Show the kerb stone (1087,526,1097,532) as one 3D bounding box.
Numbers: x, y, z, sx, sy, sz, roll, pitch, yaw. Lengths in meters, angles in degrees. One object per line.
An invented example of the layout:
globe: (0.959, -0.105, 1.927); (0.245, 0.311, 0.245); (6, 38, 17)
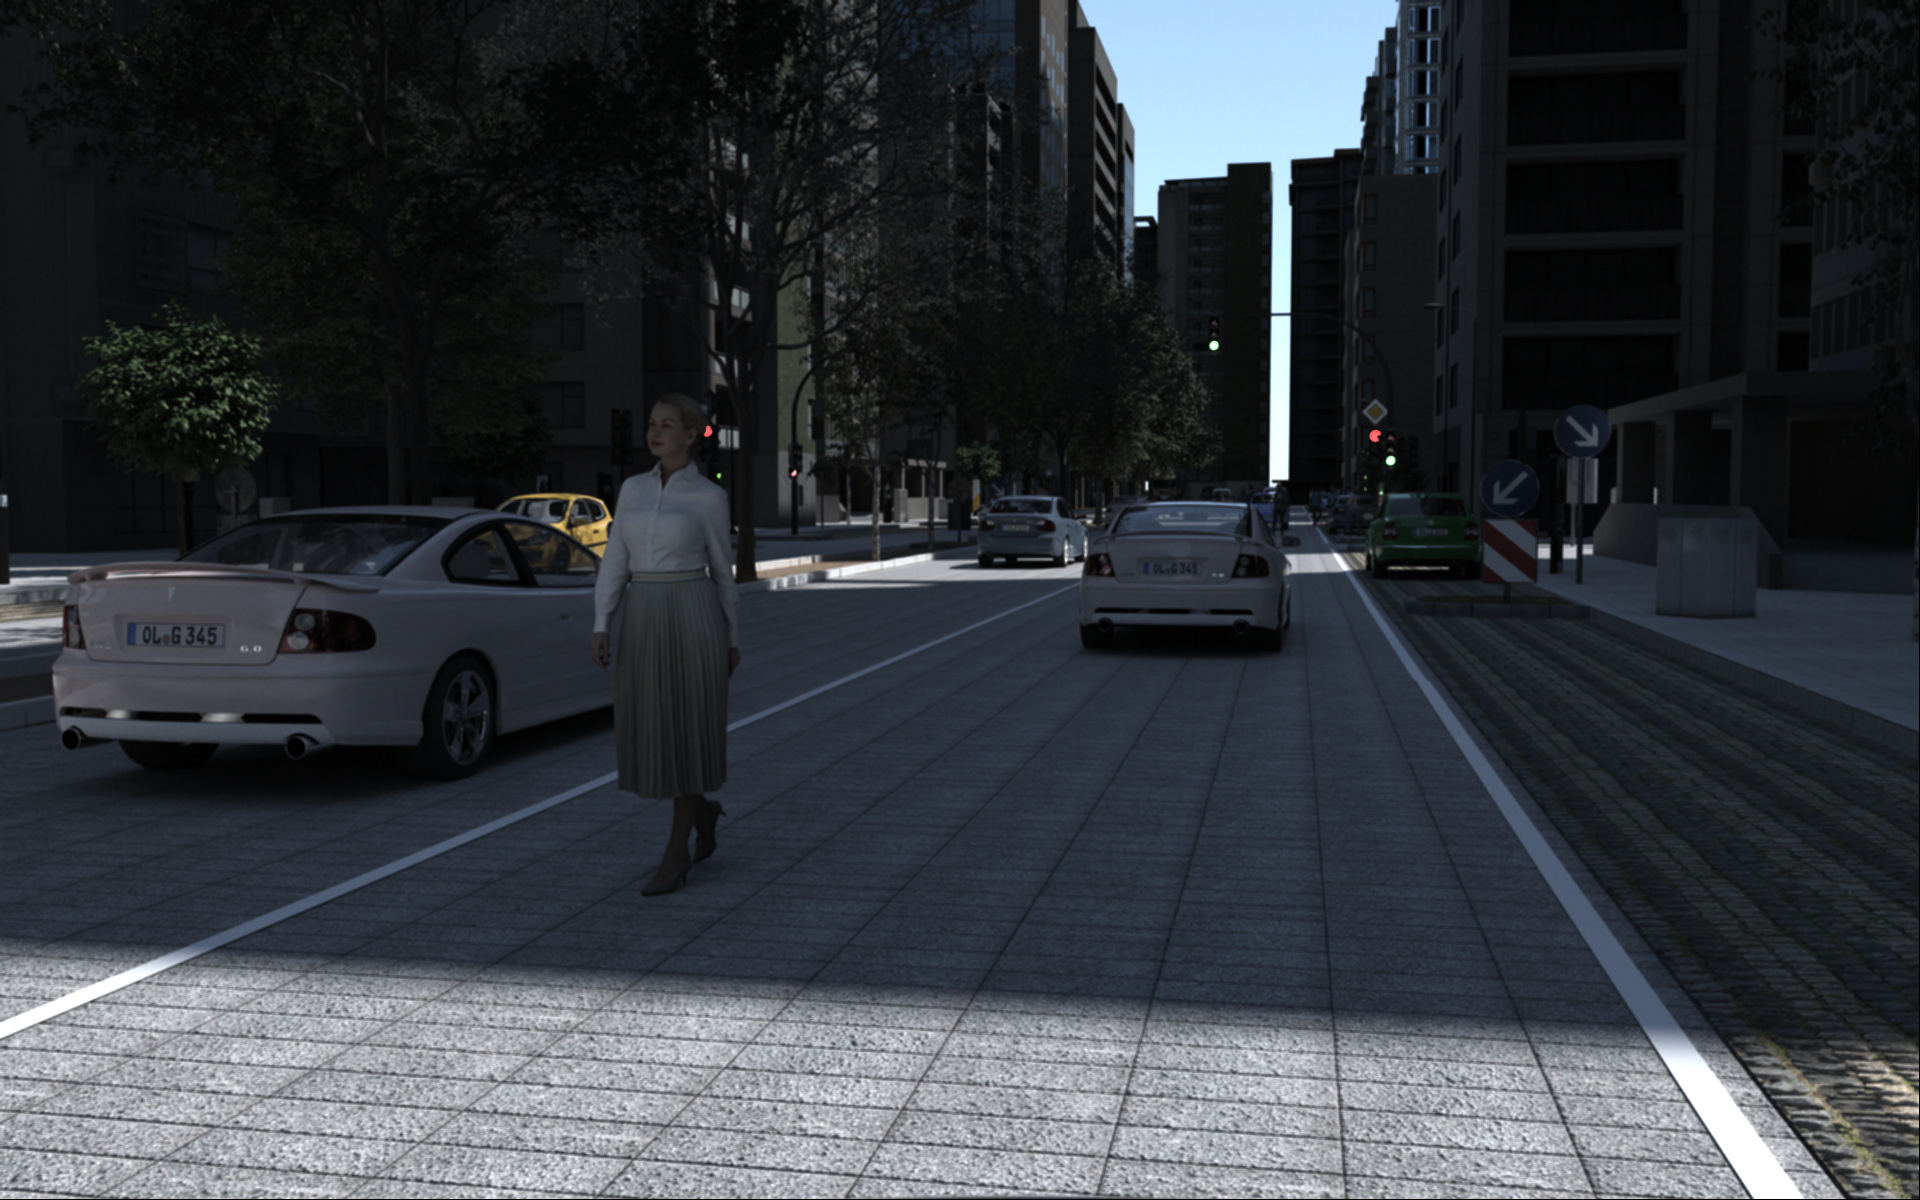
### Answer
kerb stone: (5.075, -2.745, 67.073); (0.120, 0.150, 1.000); (1, 4, 11)

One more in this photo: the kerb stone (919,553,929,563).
kerb stone: (-0.858, -0.865, 36.335); (0.120, 0.150, 1.000); (1, 4, 11)

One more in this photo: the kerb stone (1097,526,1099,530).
kerb stone: (5.261, -2.802, 68.078); (0.120, 0.150, 1.000); (1, 4, 11)

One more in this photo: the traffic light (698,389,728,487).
traffic light: (-6.682, -3.517, 46.418); (0.839, 4.253, 0.868); (1, 4, 11)

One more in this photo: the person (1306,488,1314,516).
person: (22.946, -6.392, 113.234); (0.478, 1.798, 0.641); (-3, 5, -40)

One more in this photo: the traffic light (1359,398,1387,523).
traffic light: (12.176, -3.793, 50.943); (0.839, 4.253, 0.868); (1, 4, 11)

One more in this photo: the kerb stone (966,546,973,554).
kerb stone: (0.108, -1.172, 41.355); (0.120, 0.150, 1.000); (1, 4, 11)

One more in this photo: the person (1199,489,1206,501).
person: (20.010, -8.171, 142.113); (0.705, 1.823, 1.348); (-2, 4, -32)

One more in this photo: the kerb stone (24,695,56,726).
kerb stone: (-5.711, 0.674, 11.173); (0.120, 0.150, 1.000); (1, 4, 11)

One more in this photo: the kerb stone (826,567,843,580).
kerb stone: (-2.217, -0.430, 29.296); (0.120, 0.150, 1.000); (1, 4, 11)

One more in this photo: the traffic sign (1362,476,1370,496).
traffic sign: (22.320, -5.773, 94.497); (0.768, 2.556, 0.104); (1, 4, 19)

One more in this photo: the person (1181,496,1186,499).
person: (25.728, -11.770, 200.881); (1.348, 1.831, 0.705); (-3, 4, -37)

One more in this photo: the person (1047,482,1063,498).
person: (3.281, -3.186, 60.397); (0.655, 1.846, 0.447); (2, 4, 31)

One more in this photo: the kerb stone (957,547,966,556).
kerb stone: (-0.082, -1.110, 40.351); (0.120, 0.150, 1.000); (1, 4, 11)

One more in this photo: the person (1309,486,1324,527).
person: (15.560, -4.088, 75.677); (0.444, 1.785, 0.601); (-3, 5, -39)

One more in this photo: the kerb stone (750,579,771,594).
kerb stone: (-2.994, -0.188, 25.273); (0.120, 0.150, 1.000); (1, 4, 11)

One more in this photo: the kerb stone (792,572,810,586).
kerb stone: (-2.599, -0.311, 27.281); (0.120, 0.150, 1.000); (1, 4, 11)

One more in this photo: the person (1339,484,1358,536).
person: (12.328, -2.796, 54.894); (0.598, 1.740, 0.731); (1, 4, 10)

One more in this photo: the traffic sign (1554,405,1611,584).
traffic sign: (8.884, -1.509, 24.774); (0.768, 2.556, 0.104); (1, 4, 19)

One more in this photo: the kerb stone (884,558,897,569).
kerb stone: (-1.434, -0.669, 33.318); (0.120, 0.150, 1.000); (1, 4, 11)

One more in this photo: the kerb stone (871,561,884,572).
kerb stone: (-1.637, -0.619, 32.316); (0.120, 0.150, 1.000); (1, 4, 11)

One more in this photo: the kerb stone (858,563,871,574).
kerb stone: (-1.829, -0.558, 31.312); (0.120, 0.150, 1.000); (1, 4, 11)

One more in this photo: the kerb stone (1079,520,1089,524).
kerb stone: (5.925, -3.693, 82.569); (0.120, 0.150, 1.000); (1, 4, 11)

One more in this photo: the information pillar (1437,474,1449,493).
information pillar: (17.433, -3.553, 62.580); (0.304, 2.012, 0.304); (-1, 4, -13)

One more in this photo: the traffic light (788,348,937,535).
traffic light: (-3.100, -4.846, 53.898); (4.771, 5.953, 1.251); (1, 4, 11)

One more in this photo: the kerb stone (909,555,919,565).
kerb stone: (-1.052, -0.797, 35.326); (0.120, 0.150, 1.000); (1, 4, 11)

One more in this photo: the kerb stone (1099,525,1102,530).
kerb stone: (5.458, -2.865, 69.081); (0.120, 0.150, 1.000); (1, 4, 11)

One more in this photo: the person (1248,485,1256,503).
person: (12.987, -4.182, 76.839); (0.822, 1.834, 0.622); (2, 4, 29)

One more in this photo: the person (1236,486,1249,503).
person: (12.808, -4.257, 78.445); (0.601, 1.785, 0.444); (1, 4, 15)

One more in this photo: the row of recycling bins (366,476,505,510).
row of recycling bins: (-11.911, -1.991, 39.665); (1.069, 1.692, 3.534); (3, 4, 36)

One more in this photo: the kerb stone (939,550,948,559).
kerb stone: (-0.470, -0.988, 38.344); (0.120, 0.150, 1.000); (1, 4, 11)

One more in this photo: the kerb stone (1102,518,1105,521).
kerb stone: (7.862, -4.309, 92.643); (0.120, 0.150, 1.000); (1, 4, 11)

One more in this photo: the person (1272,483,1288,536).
person: (10.871, -3.068, 58.850); (0.537, 1.800, 0.526); (2, 4, 33)

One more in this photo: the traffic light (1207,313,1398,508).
traffic light: (8.593, -4.201, 43.356); (4.771, 5.953, 1.251); (1, 4, 11)

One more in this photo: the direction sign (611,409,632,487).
direction sign: (-9.022, -3.320, 46.277); (0.379, 3.537, 0.876); (2, 4, 25)

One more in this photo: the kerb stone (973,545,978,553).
kerb stone: (0.304, -1.232, 42.358); (0.120, 0.150, 1.000); (1, 4, 11)

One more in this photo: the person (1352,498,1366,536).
person: (12.257, -2.476, 53.247); (0.475, 1.303, 0.640); (-2, 4, -25)

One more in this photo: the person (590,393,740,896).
person: (-1.043, 0.141, 6.417); (0.478, 1.798, 0.641); (2, 4, 25)

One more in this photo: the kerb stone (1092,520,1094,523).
kerb stone: (6.307, -3.815, 84.590); (0.120, 0.150, 1.000); (1, 4, 11)

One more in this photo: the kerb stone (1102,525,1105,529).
kerb stone: (5.653, -2.929, 70.091); (0.120, 0.150, 1.000); (1, 4, 11)

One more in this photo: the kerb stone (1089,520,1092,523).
kerb stone: (6.121, -3.755, 83.583); (0.120, 0.150, 1.000); (1, 4, 11)

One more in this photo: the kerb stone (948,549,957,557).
kerb stone: (-0.280, -1.046, 39.348); (0.120, 0.150, 1.000); (1, 4, 11)

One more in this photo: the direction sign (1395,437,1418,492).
direction sign: (17.718, -4.694, 68.748); (0.876, 3.537, 0.379); (2, 4, 26)

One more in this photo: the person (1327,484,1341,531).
person: (14.324, -3.524, 66.135); (0.660, 1.820, 0.620); (2, 4, 30)

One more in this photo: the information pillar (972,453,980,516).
information pillar: (0.914, -6.620, 99.595); (0.504, 3.616, 0.183); (3, 5, 44)

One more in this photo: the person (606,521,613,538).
person: (-2.880, -0.094, 15.045); (0.382, 1.210, 0.505); (-3, 5, -44)

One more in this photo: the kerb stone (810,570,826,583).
kerb stone: (-2.421, -0.373, 28.288); (0.120, 0.150, 1.000); (1, 4, 11)

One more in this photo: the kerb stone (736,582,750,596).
kerb stone: (-3.188, -0.127, 24.268); (0.120, 0.150, 1.000); (1, 4, 11)

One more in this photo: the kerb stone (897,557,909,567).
kerb stone: (-1.236, -0.742, 34.320); (0.120, 0.150, 1.000); (1, 4, 11)

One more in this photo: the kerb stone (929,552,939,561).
kerb stone: (-0.658, -0.926, 37.339); (0.120, 0.150, 1.000); (1, 4, 11)

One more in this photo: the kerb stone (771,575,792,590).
kerb stone: (-2.795, -0.248, 26.276); (0.120, 0.150, 1.000); (1, 4, 11)

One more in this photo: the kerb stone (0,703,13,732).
kerb stone: (-5.899, 0.736, 10.163); (0.120, 0.150, 1.000); (1, 4, 11)

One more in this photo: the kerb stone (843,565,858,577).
kerb stone: (-2.012, -0.496, 30.304); (0.120, 0.150, 1.000); (1, 4, 11)

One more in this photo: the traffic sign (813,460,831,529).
traffic sign: (-5.083, -3.898, 63.833); (0.768, 2.556, 0.104); (1, 4, 14)

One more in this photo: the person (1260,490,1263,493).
person: (19.859, -6.405, 114.052); (0.563, 1.720, 0.643); (2, 4, 32)
